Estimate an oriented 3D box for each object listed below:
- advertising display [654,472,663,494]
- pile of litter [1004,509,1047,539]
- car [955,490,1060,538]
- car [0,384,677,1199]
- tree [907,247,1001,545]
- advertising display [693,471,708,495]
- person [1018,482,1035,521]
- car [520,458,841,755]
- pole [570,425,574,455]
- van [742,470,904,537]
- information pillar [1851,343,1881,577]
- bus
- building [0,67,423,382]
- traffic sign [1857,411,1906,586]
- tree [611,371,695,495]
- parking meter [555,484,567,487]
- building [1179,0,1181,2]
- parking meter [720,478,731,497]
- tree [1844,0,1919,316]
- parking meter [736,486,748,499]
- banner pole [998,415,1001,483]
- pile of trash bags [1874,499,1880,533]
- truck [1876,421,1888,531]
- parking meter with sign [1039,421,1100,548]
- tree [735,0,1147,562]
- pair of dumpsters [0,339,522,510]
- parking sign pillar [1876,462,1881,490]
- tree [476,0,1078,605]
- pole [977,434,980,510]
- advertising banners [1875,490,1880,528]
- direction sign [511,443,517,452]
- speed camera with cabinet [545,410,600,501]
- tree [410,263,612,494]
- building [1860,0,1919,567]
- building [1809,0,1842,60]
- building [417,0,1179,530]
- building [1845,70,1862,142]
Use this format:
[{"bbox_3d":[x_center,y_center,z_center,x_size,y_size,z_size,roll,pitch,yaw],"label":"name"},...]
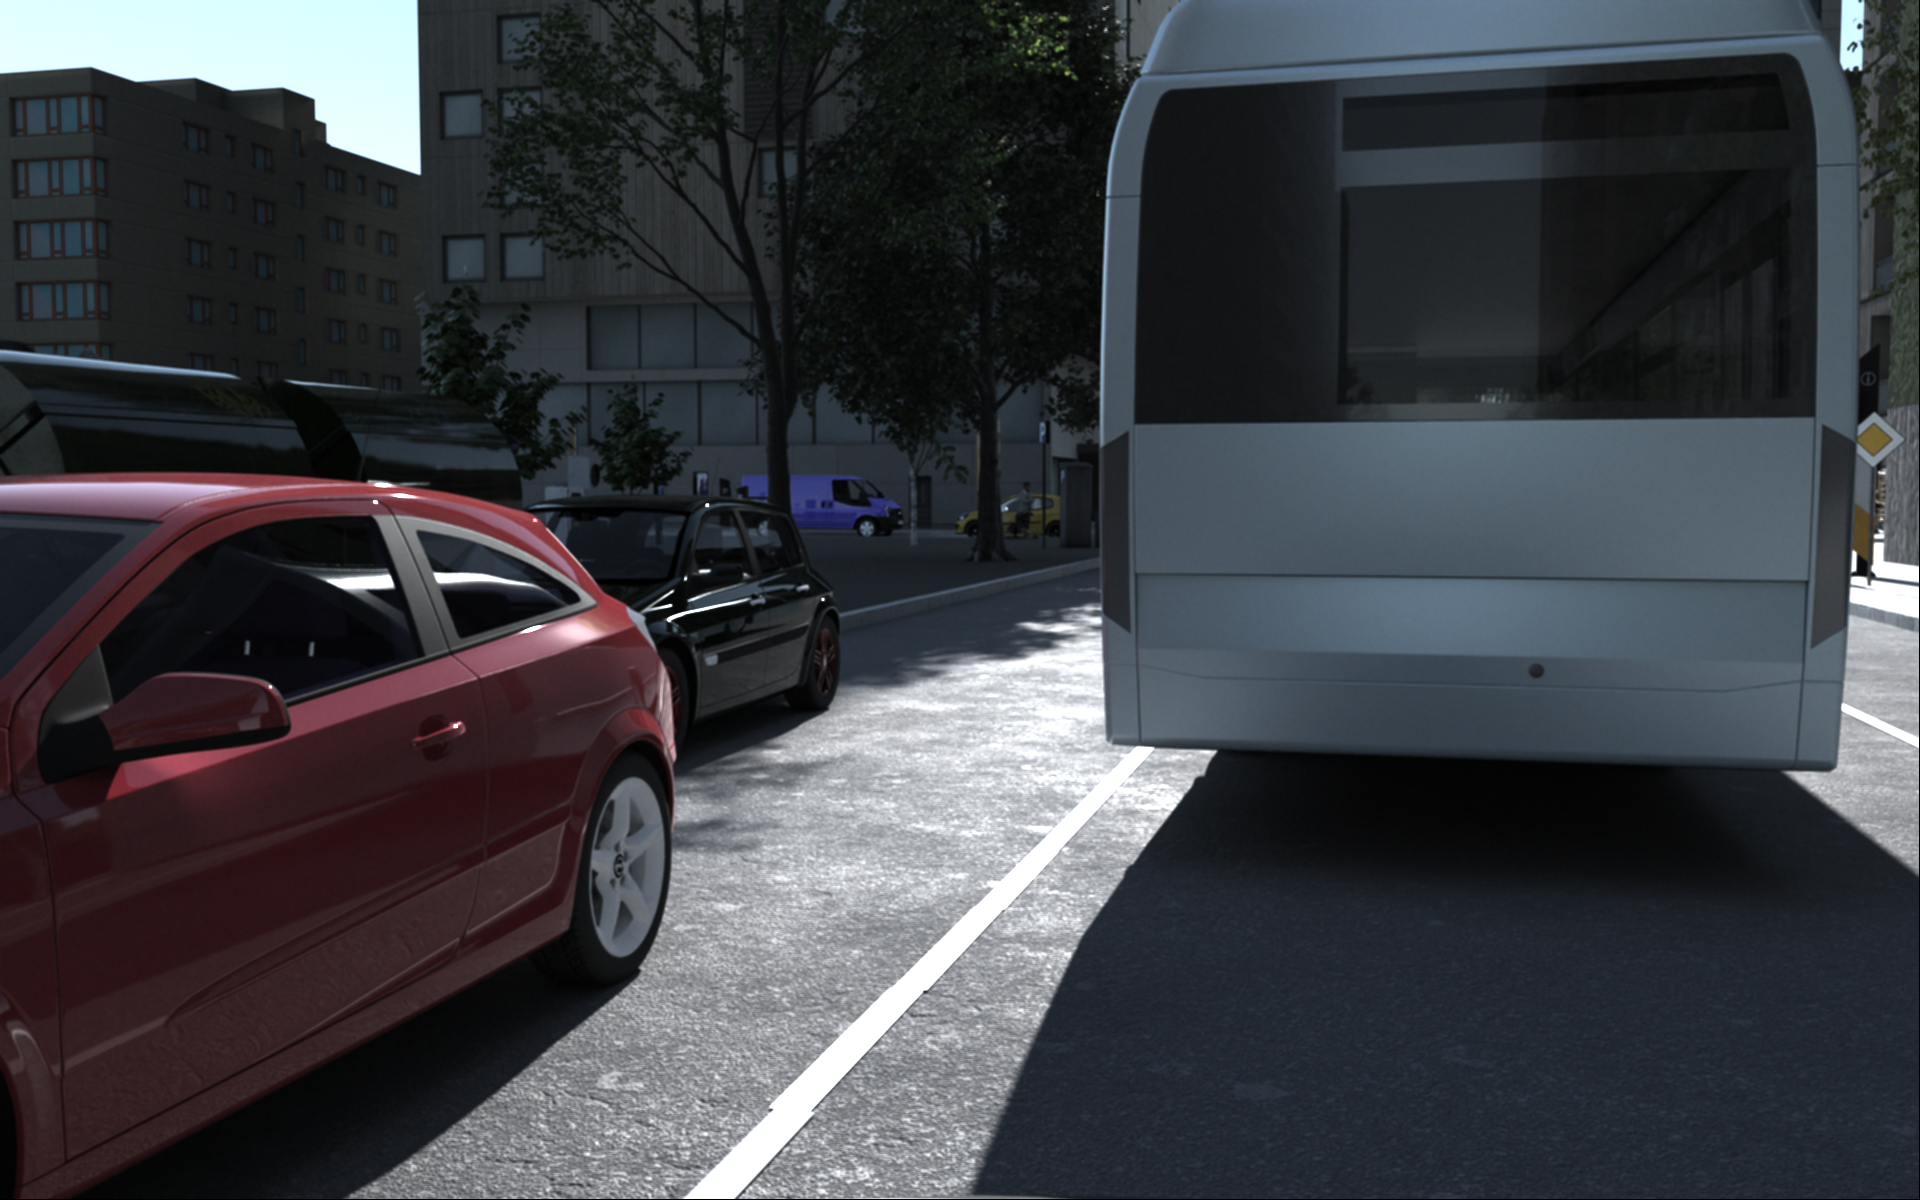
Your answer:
[{"bbox_3d":[-7.650,-2.371,43.986,0.123,1.923,0.974,0,4,-2],"label":"advertising display"},{"bbox_3d":[1.701,-2.191,49.793,1.176,0.858,1.719,-3,5,-39],"label":"pile of litter"},{"bbox_3d":[1.820,-2.708,54.493,3.980,1.641,2.015,1,4,14],"label":"car"},{"bbox_3d":[-2.161,0.316,3.877,2.155,1.783,4.494,1,4,14],"label":"car"},{"bbox_3d":[-0.967,-5.661,42.924,4.737,8.622,4.395,0,3,0],"label":"tree"},{"bbox_3d":[-7.453,-2.727,49.798,0.123,1.923,0.974,1,4,11],"label":"advertising display"},{"bbox_3d":[2.032,-2.664,52.234,0.466,1.800,0.511,1,4,22],"label":"person"},{"bbox_3d":[-2.039,-0.035,10.360,2.009,1.686,4.222,1,4,14],"label":"car"},{"bbox_3d":[-10.887,-3.367,48.893,0.158,3.312,0.155,0,3,0],"label":"pole"},{"bbox_3d":[-4.432,-3.157,55.996,5.245,2.365,2.240,1,4,14],"label":"van"},{"bbox_3d":[14.035,-2.179,26.988,0.504,3.616,0.183,2,4,32],"label":"information pillar"},{"bbox_3d":[3.444,-1.078,12.481,2.948,3.499,13.247,1,4,15],"label":"bus"},{"bbox_3d":[-45.766,-14.815,87.272,28.899,21.520,27.650,1,4,14],"label":"building"},{"bbox_3d":[12.726,-1.406,24.179,0.795,2.450,0.064,1,4,23],"label":"traffic sign"},{"bbox_3d":[-5.199,-2.002,27.337,1.663,3.219,1.824,0,3,0],"label":"tree"},{"bbox_3d":[-10.058,-2.148,43.539,0.372,1.533,0.369,0,3,0],"label":"parking meter"},{"bbox_3d":[9.228,-28.038,113.047,22.147,44.769,28.867,1,4,14],"label":"building"},{"bbox_3d":[-8.455,-3.469,62.430,0.399,1.863,0.255,-1,4,-12],"label":"parking meter"},{"bbox_3d":[12.239,-4.280,20.334,4.737,8.622,4.395,0,3,0],"label":"tree"},{"bbox_3d":[-6.579,-2.686,52.321,0.372,1.533,0.369,0,3,0],"label":"parking meter"},{"bbox_3d":[0.861,-3.544,47.956,0.401,3.779,0.863,3,5,42],"label":"banner pole"},{"bbox_3d":[29.633,-2.928,57.631,3.447,1.369,1.912,-3,5,-44],"label":"pile of trash bags"},{"bbox_3d":[30.473,-3.543,46.834,11.283,4.237,2.839,1,4,12],"label":"truck"},{"bbox_3d":[2.799,-2.769,41.529,1.738,3.016,0.543,-1,4,-16],"label":"parking meter with sign"},{"bbox_3d":[0.461,-7.093,32.978,9.611,12.733,9.660,0,3,0],"label":"tree"},{"bbox_3d":[-4.311,-0.471,10.200,1.574,2.255,4.437,1,4,14],"label":"pair of dumpsters"},{"bbox_3d":[48.478,-6.355,92.370,1.447,3.967,1.447,1,4,20],"label":"parking sign pillar"},{"bbox_3d":[-2.132,-5.761,19.946,9.928,11.665,9.643,0,3,0],"label":"tree"},{"bbox_3d":[0.673,-3.985,59.005,0.158,3.312,0.155,0,3,0],"label":"pole"},{"bbox_3d":[34.812,-4.255,65.764,0.090,3.025,2.074,-3,5,-42],"label":"advertising banners"},{"bbox_3d":[-16.196,-4.263,61.692,0.876,3.537,0.379,-1,4,-19],"label":"direction sign"},{"bbox_3d":[-9.000,-2.813,40.336,0.660,3.252,2.038,1,4,9],"label":"speed camera with cabinet"},{"bbox_3d":[-4.187,-1.216,14.477,1.663,3.219,1.824,0,3,0],"label":"tree"},{"bbox_3d":[24.726,-21.281,31.542,14.154,41.232,14.086,1,4,14],"label":"building"},{"bbox_3d":[53.574,-42.440,132.139,20.563,71.187,20.611,1,4,14],"label":"building"},{"bbox_3d":[-4.537,-29.696,74.763,28.713,52.752,27.495,1,4,14],"label":"building"},{"bbox_3d":[91.796,-32.428,180.311,14.200,45.320,14.600,1,4,14],"label":"building"}]
